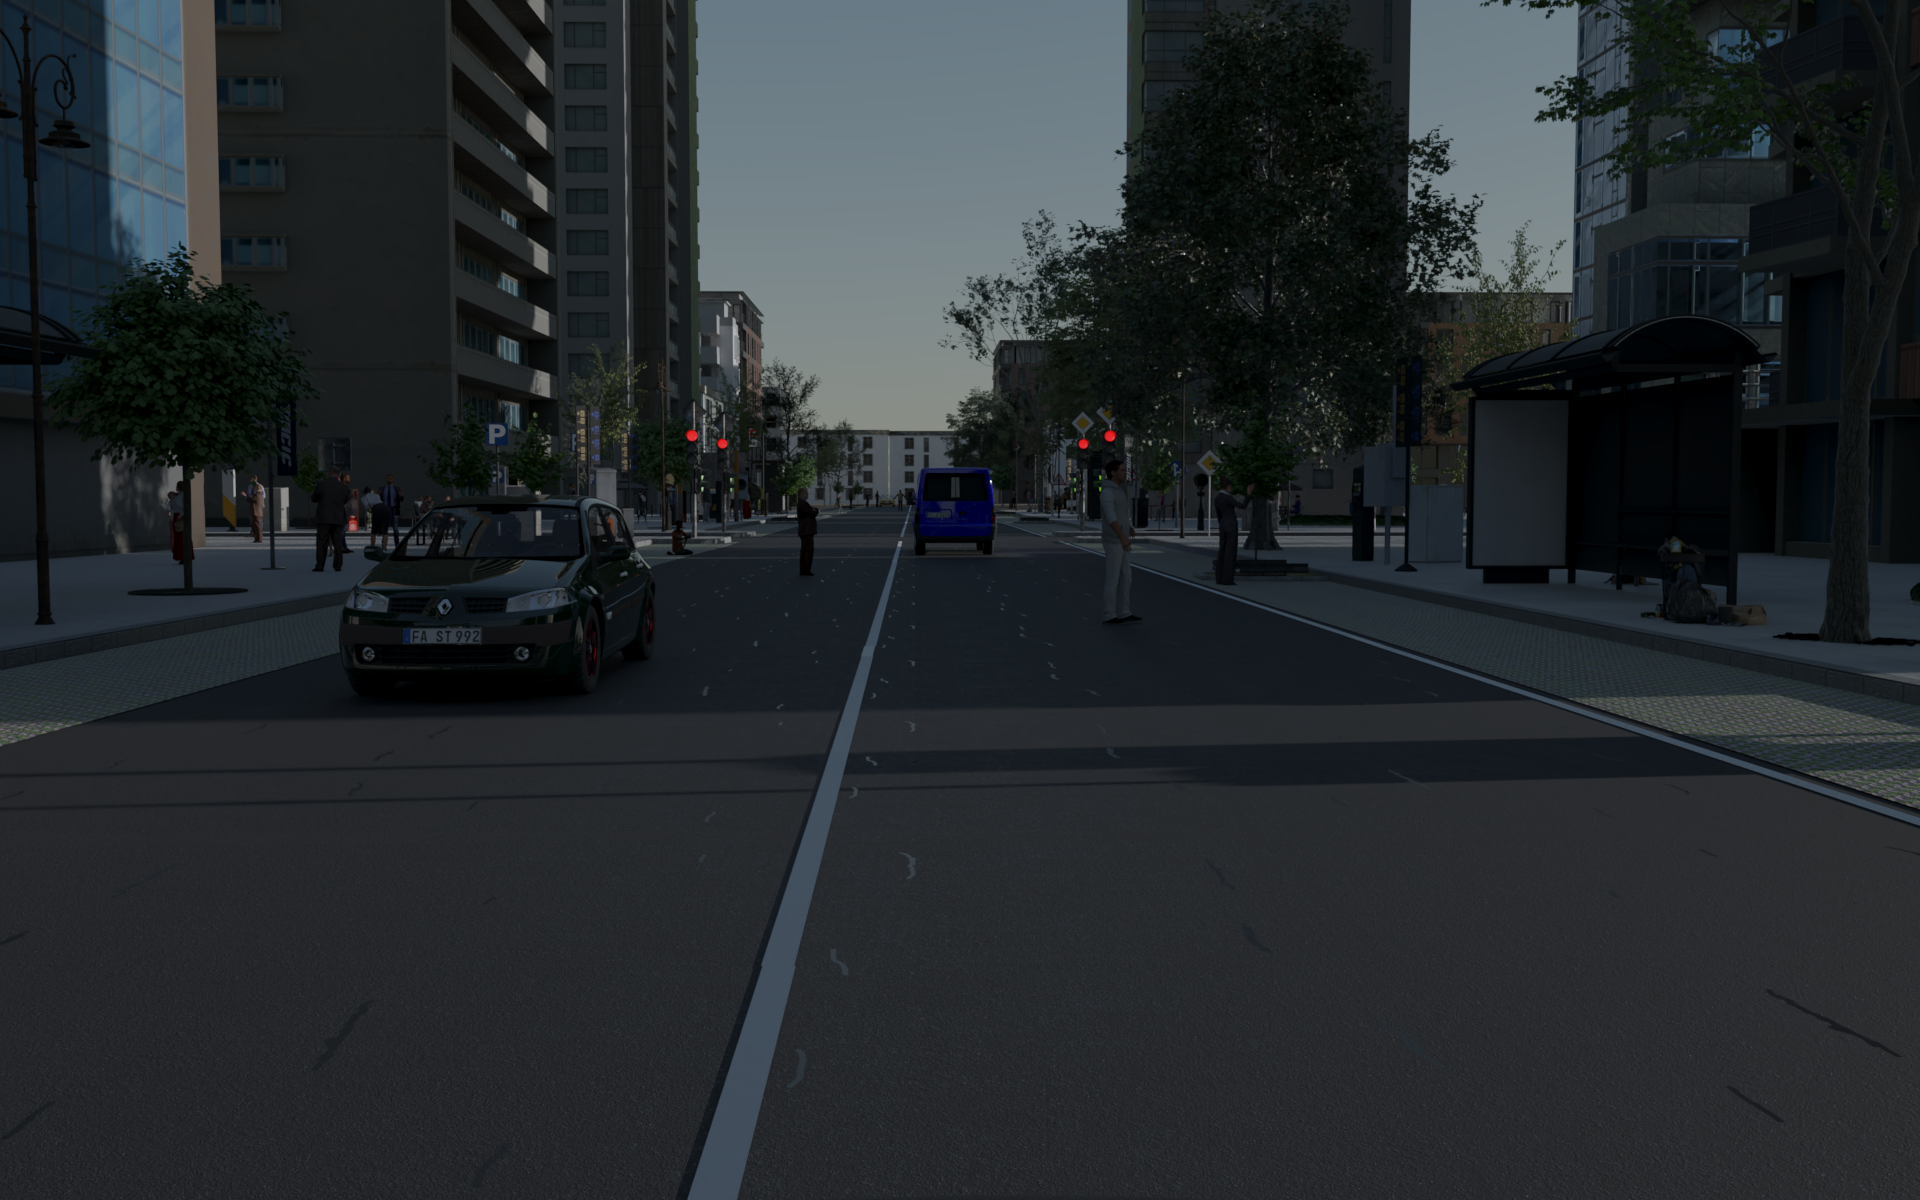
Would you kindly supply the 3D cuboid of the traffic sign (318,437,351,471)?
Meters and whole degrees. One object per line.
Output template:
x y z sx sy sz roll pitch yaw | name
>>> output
-11.272 -1.780 31.235 0.606 2.300 0.079 0 4 3 | traffic sign

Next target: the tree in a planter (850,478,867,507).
-11.108 -11.644 187.608 1.991 3.239 1.994 0 4 -2 | tree in a planter

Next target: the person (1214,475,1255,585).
4.302 -1.087 27.075 0.742 1.727 0.445 2 4 31 | person

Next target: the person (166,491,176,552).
-17.201 -1.720 38.068 0.340 1.345 0.435 0 4 1 | person

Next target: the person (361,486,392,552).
-11.580 -1.533 34.290 0.799 1.438 0.628 1 4 14 | person

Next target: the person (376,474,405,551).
-12.788 -1.955 38.831 0.655 1.722 0.431 -1 4 -9 | person

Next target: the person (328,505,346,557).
-12.816 -1.599 35.375 0.799 1.438 0.628 3 4 37 | person

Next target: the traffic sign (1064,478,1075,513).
7.034 -6.710 109.716 0.884 2.594 0.081 0 4 7 | traffic sign

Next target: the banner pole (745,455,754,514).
-13.584 -7.422 111.366 0.401 3.779 0.863 3 4 36 | banner pole

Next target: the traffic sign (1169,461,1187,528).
8.250 -4.031 66.017 0.768 2.556 0.104 0 4 7 | traffic sign

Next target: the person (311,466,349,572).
-10.487 -1.349 28.784 0.600 1.739 0.565 2 4 29 | person

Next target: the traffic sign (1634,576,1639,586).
9.403 -1.339 24.017 0.606 2.300 0.079 0 4 -1 | traffic sign

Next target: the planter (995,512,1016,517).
2.840 -5.481 110.757 1.991 0.319 1.994 0 4 -2 | planter

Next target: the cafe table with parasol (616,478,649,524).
-14.310 -4.233 74.083 2.610 1.966 2.610 3 5 44 | cafe table with parasol

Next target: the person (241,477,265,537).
-20.824 -2.754 50.943 0.709 1.838 0.599 1 4 18 | person

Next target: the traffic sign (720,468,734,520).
-11.151 -5.082 83.188 0.768 2.556 0.104 0 4 1 | traffic sign

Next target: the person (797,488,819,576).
-2.682 -1.212 30.579 0.388 1.546 0.482 0 4 2 | person

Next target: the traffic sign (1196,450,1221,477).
7.396 -3.149 51.221 0.795 2.593 0.064 0 4 -1 | traffic sign

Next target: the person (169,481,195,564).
-14.157 -1.408 31.526 0.387 1.526 0.523 -3 5 -44 | person

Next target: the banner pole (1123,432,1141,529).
6.338 -4.517 63.876 0.863 3.779 0.401 -3 4 -39 | banner pole

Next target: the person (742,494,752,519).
-10.782 -4.839 87.632 0.387 1.526 0.523 2 4 27 | person

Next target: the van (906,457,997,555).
-0.194 -2.332 42.510 2.240 2.365 5.245 0 4 -2 | van

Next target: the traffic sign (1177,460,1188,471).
8.409 -4.093 66.658 0.795 2.593 0.064 0 4 7 | traffic sign

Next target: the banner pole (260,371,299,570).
-11.502 -2.402 29.296 0.863 3.779 0.401 2 4 27 | banner pole

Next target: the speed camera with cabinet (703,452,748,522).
-11.006 -5.313 81.198 2.038 3.252 0.660 -2 4 -24 | speed camera with cabinet

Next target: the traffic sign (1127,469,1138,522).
6.621 -4.168 68.158 0.884 2.594 0.081 0 4 5 | traffic sign

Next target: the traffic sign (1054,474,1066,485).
5.924 -6.357 103.933 0.884 2.594 0.081 0 4 4 | traffic sign

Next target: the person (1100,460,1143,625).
1.774 -0.635 19.038 0.789 1.805 0.875 1 4 22 | person

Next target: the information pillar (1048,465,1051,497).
6.910 -8.720 133.925 0.183 3.616 0.504 -1 4 -15 | information pillar

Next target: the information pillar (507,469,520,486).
-11.817 -2.533 45.908 0.304 2.012 0.304 0 4 -5 | information pillar

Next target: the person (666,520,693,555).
-6.457 -1.445 40.408 0.655 0.850 0.859 2 4 31 | person

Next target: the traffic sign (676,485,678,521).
-11.037 -4.123 67.520 0.768 2.556 0.104 0 4 5 | traffic sign

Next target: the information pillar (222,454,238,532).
-24.861 -4.131 58.903 0.504 3.616 0.183 1 4 19 | information pillar

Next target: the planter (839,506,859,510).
-10.391 -8.540 160.763 1.991 0.319 1.994 0 4 -2 | planter

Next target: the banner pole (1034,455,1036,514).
4.791 -7.378 110.646 0.401 3.779 0.863 0 4 -2 | banner pole

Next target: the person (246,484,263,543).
-18.556 -2.281 45.605 0.388 1.546 0.482 -1 4 -10 | person

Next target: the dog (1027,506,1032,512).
4.983 -6.428 122.827 0.550 0.427 0.748 0 4 5 | dog

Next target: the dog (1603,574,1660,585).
9.536 -0.421 24.622 0.550 0.427 0.748 0 4 -7 | dog

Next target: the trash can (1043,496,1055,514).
5.689 -6.058 110.705 0.748 1.137 0.748 0 3 0 | trash can

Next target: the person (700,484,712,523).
-11.069 -4.254 75.726 0.434 1.807 0.598 3 5 44 | person

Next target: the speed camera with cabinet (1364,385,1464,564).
8.421 -2.310 32.096 2.038 3.252 0.660 -2 4 -31 | speed camera with cabinet

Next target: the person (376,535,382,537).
-18.539 -2.611 55.093 0.340 1.345 0.435 0 4 4 | person

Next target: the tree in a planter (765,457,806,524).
-8.369 -5.289 83.690 1.991 3.239 1.994 0 4 -2 | tree in a planter

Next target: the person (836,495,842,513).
-9.045 -7.188 129.934 0.435 1.345 0.340 -1 4 -11 | person

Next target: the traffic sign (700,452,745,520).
-11.593 -5.541 84.468 2.265 3.308 0.079 0 4 5 | traffic sign

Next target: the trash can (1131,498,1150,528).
6.787 -3.272 65.143 0.748 1.137 0.748 0 3 0 | trash can

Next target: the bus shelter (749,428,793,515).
-11.868 -7.998 108.401 2.179 5.291 8.768 0 4 -2 | bus shelter

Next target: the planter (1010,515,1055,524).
3.550 -3.834 83.822 1.991 0.319 1.994 0 4 -2 | planter

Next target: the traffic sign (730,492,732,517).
-12.871 -5.949 97.277 0.884 2.594 0.081 0 4 5 | traffic sign

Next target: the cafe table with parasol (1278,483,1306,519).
14.455 -4.447 77.574 2.610 1.966 2.610 -1 4 -17 | cafe table with parasol

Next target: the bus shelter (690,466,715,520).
-12.561 -5.736 87.707 2.014 3.302 5.546 0 4 -1 | bus shelter

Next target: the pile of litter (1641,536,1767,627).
7.575 -0.223 17.612 1.176 0.858 1.719 1 4 18 | pile of litter

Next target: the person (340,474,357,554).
-13.224 -1.866 37.376 0.431 1.722 0.655 -1 4 -16 | person

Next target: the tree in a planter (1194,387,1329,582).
4.985 -1.946 29.046 1.991 3.239 1.994 0 4 -2 | tree in a planter
